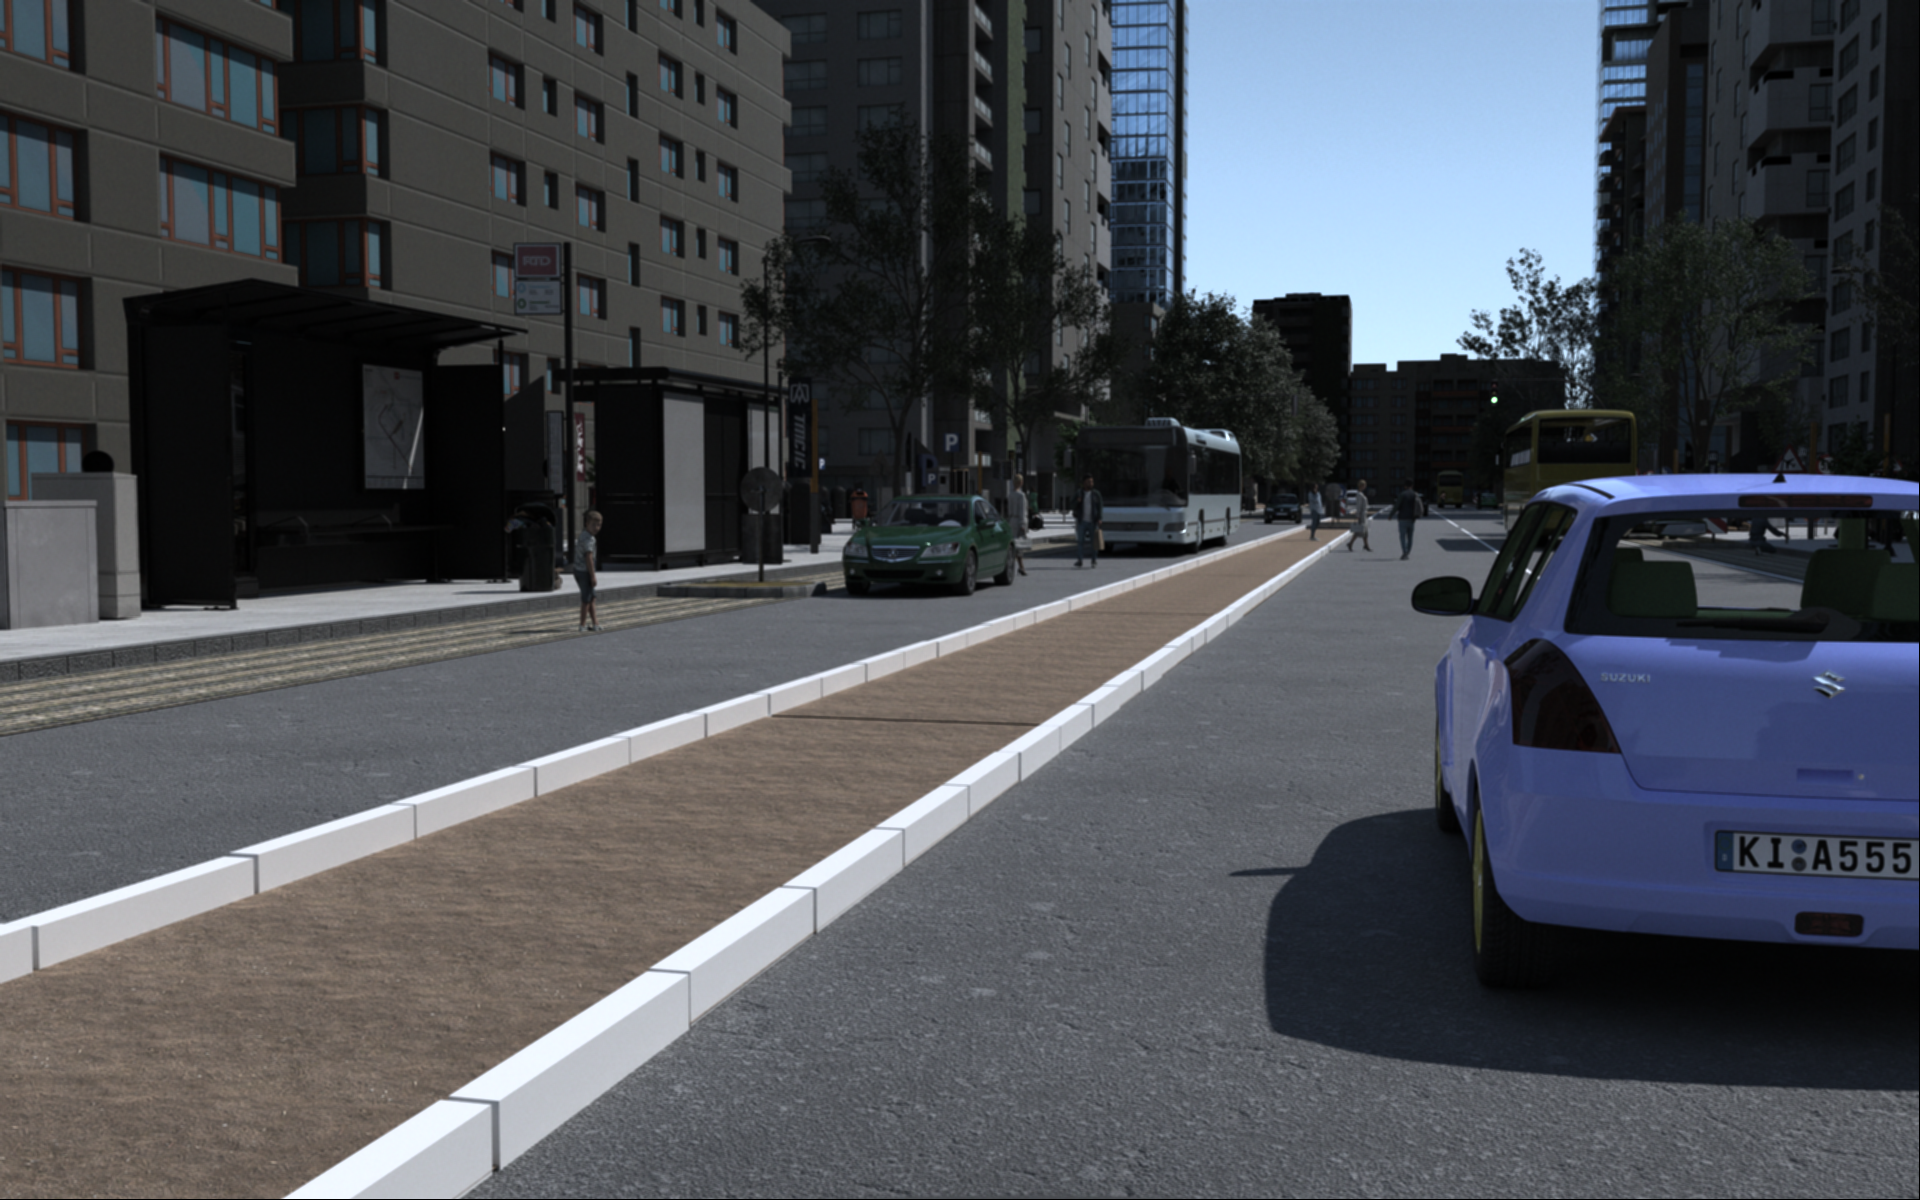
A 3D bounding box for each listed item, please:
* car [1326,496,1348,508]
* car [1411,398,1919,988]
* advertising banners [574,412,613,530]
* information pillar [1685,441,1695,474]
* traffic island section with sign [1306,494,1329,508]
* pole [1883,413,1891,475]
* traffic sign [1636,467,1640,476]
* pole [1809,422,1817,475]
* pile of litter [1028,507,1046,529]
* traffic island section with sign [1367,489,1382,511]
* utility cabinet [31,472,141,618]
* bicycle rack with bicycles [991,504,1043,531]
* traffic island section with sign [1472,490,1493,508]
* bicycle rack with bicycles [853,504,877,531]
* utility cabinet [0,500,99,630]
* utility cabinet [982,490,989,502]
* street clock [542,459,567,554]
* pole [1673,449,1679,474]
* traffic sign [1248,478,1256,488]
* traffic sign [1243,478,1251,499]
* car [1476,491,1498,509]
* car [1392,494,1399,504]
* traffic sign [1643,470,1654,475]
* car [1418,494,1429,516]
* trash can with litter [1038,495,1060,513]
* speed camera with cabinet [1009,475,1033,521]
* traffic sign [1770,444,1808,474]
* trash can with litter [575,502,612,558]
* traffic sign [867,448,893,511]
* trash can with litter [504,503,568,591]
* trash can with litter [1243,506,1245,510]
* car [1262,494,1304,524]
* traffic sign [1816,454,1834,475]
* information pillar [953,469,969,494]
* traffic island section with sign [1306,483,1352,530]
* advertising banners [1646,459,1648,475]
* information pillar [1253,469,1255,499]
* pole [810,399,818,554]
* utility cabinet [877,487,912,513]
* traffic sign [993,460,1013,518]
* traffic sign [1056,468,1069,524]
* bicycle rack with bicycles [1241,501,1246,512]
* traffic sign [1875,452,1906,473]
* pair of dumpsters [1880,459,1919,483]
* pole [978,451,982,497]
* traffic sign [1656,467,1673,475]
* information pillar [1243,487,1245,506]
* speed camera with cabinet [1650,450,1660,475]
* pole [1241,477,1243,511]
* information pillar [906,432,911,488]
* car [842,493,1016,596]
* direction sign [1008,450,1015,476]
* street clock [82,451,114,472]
[{"bbox_3d":[37.376,-9.775,171.613,2.131,1.459,4.920,1,4,14],"label":"car"},{"bbox_3d":[2.608,0.212,6.133,1.945,1.707,3.694,1,4,13],"label":"car"},{"bbox_3d":[-8.024,-2.560,38.040,0.090,3.025,2.074,1,4,12],"label":"advertising banners"},{"bbox_3d":[32.274,-5.213,76.588,0.504,3.616,0.183,1,4,13],"label":"information pillar"},{"bbox_3d":[36.803,-10.411,178.843,1.989,1.847,2.006,1,4,14],"label":"traffic island section with sign"},{"bbox_3d":[23.511,-3.063,43.919,0.158,3.312,0.155,0,3,0],"label":"pole"},{"bbox_3d":[29.847,-4.708,77.083,0.768,2.556,0.104,1,4,17],"label":"traffic sign"},{"bbox_3d":[24.215,-3.386,49.208,0.158,3.312,0.155,0,3,0],"label":"pole"},{"bbox_3d":[2.357,-3.038,63.629,1.719,0.858,1.176,0,4,-8],"label":"pile of litter"},{"bbox_3d":[35.853,-8.727,150.824,2.006,1.907,1.989,1,4,14],"label":"traffic island section with sign"},{"bbox_3d":[-9.027,-0.564,17.905,1.173,1.500,0.318,2,4,23],"label":"utility cabinet"},{"bbox_3d":[1.453,-2.878,60.440,2.925,0.926,2.852,0,4,1],"label":"bicycle rack with bicycles"},{"bbox_3d":[52.971,-10.161,174.753,1.989,1.847,2.006,1,4,14],"label":"traffic island section with sign"},{"bbox_3d":[-2.758,-2.946,61.551,2.852,0.926,2.925,3,5,39],"label":"bicycle rack with bicycles"},{"bbox_3d":[-8.906,-0.346,16.819,0.306,1.237,1.020,2,4,23],"label":"utility cabinet"},{"bbox_3d":[1.869,-6.426,113.744,1.173,1.500,0.318,-2,4,-25],"label":"utility cabinet"},{"bbox_3d":[-7.711,-1.746,33.117,0.471,2.002,0.358,1,4,18],"label":"street clock"},{"bbox_3d":[32.656,-5.212,79.058,0.158,3.312,0.155,0,3,0],"label":"pole"},{"bbox_3d":[22.480,-8.181,133.864,0.768,2.556,0.104,1,4,22],"label":"traffic sign"},{"bbox_3d":[21.968,-8.149,133.341,0.768,2.556,0.104,1,4,16],"label":"traffic sign"},{"bbox_3d":[50.008,-9.504,164.179,1.959,1.807,4.718,1,4,14],"label":"car"},{"bbox_3d":[45.568,-10.313,178.401,2.009,1.686,4.222,1,4,15],"label":"car"},{"bbox_3d":[36.851,-5.656,92.574,0.768,2.556,0.104,1,4,17],"label":"traffic sign"},{"bbox_3d":[29.467,-6.280,112.470,2.009,1.686,4.222,1,4,13],"label":"car"},{"bbox_3d":[6.065,-6.420,116.017,2.233,1.210,1.678,-1,4,-19],"label":"trash can with litter"},{"bbox_3d":[2.916,-5.389,82.438,0.660,3.252,2.038,1,4,20],"label":"speed camera with cabinet"},{"bbox_3d":[21.328,-2.728,44.609,0.884,2.594,0.081,1,4,16],"label":"traffic sign"},{"bbox_3d":[-7.317,-1.397,34.221,1.055,1.170,0.624,-3,5,-45],"label":"trash can with litter"},{"bbox_3d":[-2.264,-3.015,49.295,0.884,2.594,0.081,1,4,22],"label":"traffic sign"},{"bbox_3d":[-5.628,-0.710,22.997,0.624,1.170,1.055,0,4,-2],"label":"trash can with litter"},{"bbox_3d":[23.222,-8.082,143.532,1.055,1.170,0.624,-2,4,-24],"label":"trash can with litter"},{"bbox_3d":[15.763,-4.563,84.392,2.009,1.686,4.222,1,4,13],"label":"car"},{"bbox_3d":[27.354,-3.335,54.640,0.768,2.556,0.104,1,4,20],"label":"traffic sign"},{"bbox_3d":[0.059,-2.898,51.871,0.304,2.012,0.304,2,4,27],"label":"information pillar"},{"bbox_3d":[15.234,-3.838,70.885,2.006,1.907,1.989,1,4,14],"label":"traffic island section with sign"},{"bbox_3d":[34.311,-5.515,86.361,0.090,3.025,2.074,2,4,28],"label":"advertising banners"},{"bbox_3d":[21.883,-8.413,128.903,0.183,3.616,0.504,1,4,10],"label":"information pillar"},{"bbox_3d":[-3.141,-2.654,37.237,0.158,3.312,0.155,0,3,0],"label":"pole"},{"bbox_3d":[-2.193,-3.023,58.113,1.173,1.500,0.318,2,4,29],"label":"utility cabinet"},{"bbox_3d":[1.266,-3.017,51.456,0.606,2.300,0.079,1,4,19],"label":"traffic sign"},{"bbox_3d":[4.460,-4.525,74.094,0.768,2.556,0.104,1,4,15],"label":"traffic sign"},{"bbox_3d":[19.816,-6.857,125.488,2.852,0.926,2.925,-3,5,-40],"label":"bicycle rack with bicycles"},{"bbox_3d":[24.022,-2.744,44.875,0.884,2.594,0.081,1,4,20],"label":"traffic sign"},{"bbox_3d":[25.143,-2.749,47.432,1.574,2.255,4.437,1,4,14],"label":"pair of dumpsters"},{"bbox_3d":[0.950,-5.419,82.451,0.158,3.312,0.155,0,3,0],"label":"pole"},{"bbox_3d":[32.582,-4.898,80.189,0.768,2.556,0.104,1,4,22],"label":"traffic sign"},{"bbox_3d":[23.718,-8.615,145.348,0.304,2.012,0.304,-2,4,-29],"label":"information pillar"},{"bbox_3d":[30.621,-5.097,77.671,2.038,3.252,0.660,-1,4,-8],"label":"speed camera with cabinet"},{"bbox_3d":[21.202,-8.360,130.524,0.158,3.312,0.155,0,3,0],"label":"pole"},{"bbox_3d":[-1.946,-4.535,65.505,0.183,3.616,0.504,-1,4,-15],"label":"information pillar"},{"bbox_3d":[-0.380,-0.873,26.066,2.131,1.459,4.920,1,4,13],"label":"car"},{"bbox_3d":[2.896,-5.953,89.329,0.876,3.537,0.379,-1,4,-12],"label":"direction sign"},{"bbox_3d":[-14.382,-1.491,28.949,0.471,2.002,0.358,-1,4,-21],"label":"street clock"}]
